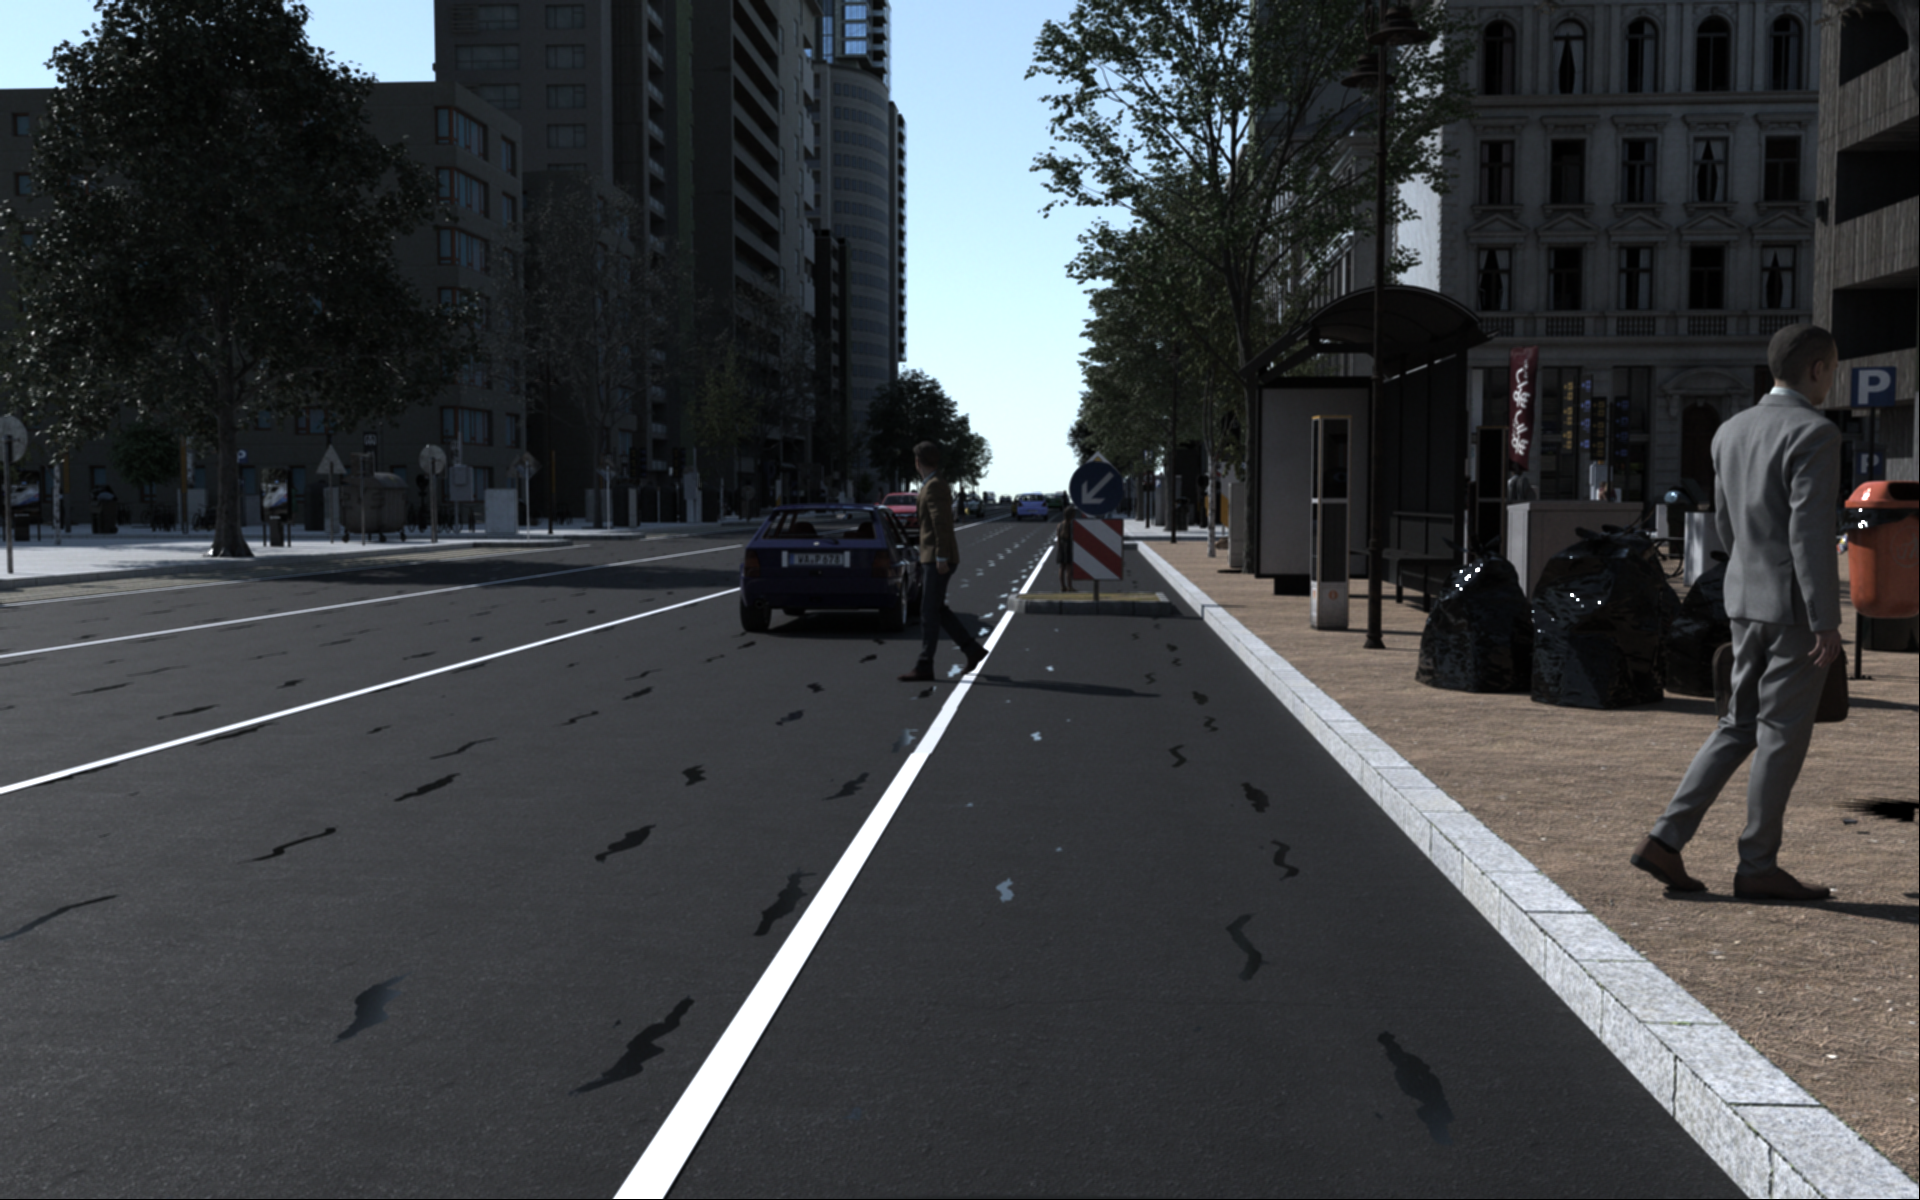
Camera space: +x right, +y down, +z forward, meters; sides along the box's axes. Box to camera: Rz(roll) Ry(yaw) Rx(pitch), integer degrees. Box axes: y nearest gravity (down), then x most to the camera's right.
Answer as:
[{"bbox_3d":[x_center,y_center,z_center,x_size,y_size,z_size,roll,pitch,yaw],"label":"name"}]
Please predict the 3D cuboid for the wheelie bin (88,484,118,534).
[{"bbox_3d":[-27.663,-2.937,55.926,0.980,1.594,0.693,2,4,24],"label":"wheelie bin"}]

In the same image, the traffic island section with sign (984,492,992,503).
[{"bbox_3d":[3.875,-15.632,264.202,1.989,1.847,2.006,0,4,4],"label":"traffic island section with sign"}]

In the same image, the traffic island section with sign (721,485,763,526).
[{"bbox_3d":[-9.588,-4.241,77.970,1.989,1.847,2.006,0,4,4],"label":"traffic island section with sign"}]

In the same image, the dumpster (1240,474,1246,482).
[{"bbox_3d":[7.982,-2.637,45.611,1.502,2.255,1.985,0,4,4],"label":"dumpster"}]

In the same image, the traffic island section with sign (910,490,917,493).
[{"bbox_3d":[-4.073,-8.902,154.183,1.989,1.847,2.006,0,4,4],"label":"traffic island section with sign"}]

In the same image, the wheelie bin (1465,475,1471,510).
[{"bbox_3d":[8.476,-1.299,29.149,0.693,1.594,0.980,2,4,33],"label":"wheelie bin"}]

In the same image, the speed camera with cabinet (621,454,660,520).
[{"bbox_3d":[-15.742,-5.598,85.865,2.038,3.252,0.660,-1,4,-21],"label":"speed camera with cabinet"}]

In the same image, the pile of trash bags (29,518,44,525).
[{"bbox_3d":[-40.511,-3.872,73.064,3.447,1.369,1.912,0,4,5],"label":"pile of trash bags"}]

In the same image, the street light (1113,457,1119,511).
[{"bbox_3d":[12.668,-10.396,142.759,0.468,5.910,1.993,0,4,4],"label":"street light"}]

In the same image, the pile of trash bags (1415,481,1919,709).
[{"bbox_3d":[4.900,-0.103,11.432,3.447,1.369,1.912,-1,4,-12],"label":"pile of trash bags"}]

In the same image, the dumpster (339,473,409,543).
[{"bbox_3d":[-15.706,-2.487,46.414,1.264,1.857,1.865,0,4,4],"label":"dumpster"}]

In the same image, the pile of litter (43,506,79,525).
[{"bbox_3d":[-37.130,-3.523,71.562,1.719,0.858,1.176,2,4,35],"label":"pile of litter"}]

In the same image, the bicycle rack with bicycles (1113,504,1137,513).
[{"bbox_3d":[11.887,-6.207,114.870,2.925,0.926,2.852,3,5,45],"label":"bicycle rack with bicycles"}]

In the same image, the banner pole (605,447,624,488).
[{"bbox_3d":[-18.552,-6.253,92.252,0.401,3.779,0.863,3,5,42],"label":"banner pole"}]

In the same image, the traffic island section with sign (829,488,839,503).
[{"bbox_3d":[-7.639,-5.889,104.915,1.989,1.847,2.006,0,4,4],"label":"traffic island section with sign"}]

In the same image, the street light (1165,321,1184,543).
[{"bbox_3d":[5.599,-4.432,45.244,0.468,5.910,1.993,0,4,4],"label":"street light"}]

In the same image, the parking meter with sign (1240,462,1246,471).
[{"bbox_3d":[15.164,-5.964,93.766,0.543,3.016,1.738,1,4,20],"label":"parking meter with sign"}]

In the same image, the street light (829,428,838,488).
[{"bbox_3d":[-8.681,-8.908,118.431,0.468,5.910,1.993,0,4,4],"label":"street light"}]

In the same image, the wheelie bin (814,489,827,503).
[{"bbox_3d":[-9.286,-6.572,115.363,0.980,1.594,0.693,2,4,26],"label":"wheelie bin"}]

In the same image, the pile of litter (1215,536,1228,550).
[{"bbox_3d":[6.429,-1.635,40.695,1.176,0.858,1.719,2,4,34],"label":"pile of litter"}]

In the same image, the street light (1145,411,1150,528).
[{"bbox_3d":[7.096,-5.661,65.353,0.468,5.910,1.993,0,4,4],"label":"street light"}]

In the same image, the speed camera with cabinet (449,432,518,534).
[{"bbox_3d":[-15.197,-3.726,55.260,2.038,3.252,0.660,-1,4,-11],"label":"speed camera with cabinet"}]

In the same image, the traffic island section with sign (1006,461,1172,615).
[{"bbox_3d":[1.585,-0.786,21.481,1.989,1.847,2.006,0,4,4],"label":"traffic island section with sign"}]

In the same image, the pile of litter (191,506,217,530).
[{"bbox_3d":[-27.100,-3.003,63.069,1.719,0.858,1.176,-1,4,-23],"label":"pile of litter"}]

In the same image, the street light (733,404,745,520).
[{"bbox_3d":[-11.006,-6.961,86.607,0.468,5.910,1.993,0,4,4],"label":"street light"}]

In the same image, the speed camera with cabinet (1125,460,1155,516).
[{"bbox_3d":[10.533,-6.431,99.486,2.038,3.252,0.660,1,4,11],"label":"speed camera with cabinet"}]

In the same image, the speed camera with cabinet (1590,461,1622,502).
[{"bbox_3d":[19.976,-3.622,53.556,0.660,3.252,2.038,1,4,10],"label":"speed camera with cabinet"}]

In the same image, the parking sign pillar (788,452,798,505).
[{"bbox_3d":[-10.706,-7.513,111.309,1.447,3.967,1.447,-1,4,-13],"label":"parking sign pillar"}]

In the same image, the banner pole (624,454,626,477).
[{"bbox_3d":[-18.497,-6.503,96.335,0.401,3.779,0.863,3,5,43],"label":"banner pole"}]

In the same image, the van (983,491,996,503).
[{"bbox_3d":[4.699,-16.227,272.329,2.013,2.044,4.112,0,4,4],"label":"van"}]

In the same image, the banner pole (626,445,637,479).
[{"bbox_3d":[-16.374,-5.953,87.349,0.401,3.779,0.863,-2,4,-26],"label":"banner pole"}]

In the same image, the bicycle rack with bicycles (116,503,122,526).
[{"bbox_3d":[-33.947,-3.539,71.242,2.852,0.926,2.925,0,4,-3],"label":"bicycle rack with bicycles"}]

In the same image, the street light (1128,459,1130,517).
[{"bbox_3d":[9.427,-7.563,96.444,0.468,5.910,1.993,0,4,4],"label":"street light"}]

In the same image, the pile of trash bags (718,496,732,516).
[{"bbox_3d":[-14.531,-5.584,101.052,1.912,1.369,3.447,1,4,8],"label":"pile of trash bags"}]

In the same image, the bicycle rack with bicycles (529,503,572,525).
[{"bbox_3d":[-17.302,-3.633,72.788,2.852,0.926,2.925,1,4,9],"label":"bicycle rack with bicycles"}]

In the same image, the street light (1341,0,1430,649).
[{"bbox_3d":[3.448,-2.535,14.234,0.468,5.910,1.993,0,4,4],"label":"street light"}]

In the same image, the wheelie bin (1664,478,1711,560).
[{"bbox_3d":[14.268,-1.599,34.045,0.693,1.594,0.980,3,5,45],"label":"wheelie bin"}]

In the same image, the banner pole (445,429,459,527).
[{"bbox_3d":[-19.620,-4.706,66.958,0.401,3.779,0.863,2,4,34],"label":"banner pole"}]

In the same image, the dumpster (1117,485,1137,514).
[{"bbox_3d":[10.638,-6.403,110.446,1.264,1.857,1.865,0,4,4],"label":"dumpster"}]

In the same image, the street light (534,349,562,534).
[{"bbox_3d":[-13.146,-5.055,55.431,0.468,5.910,1.993,0,4,4],"label":"street light"}]

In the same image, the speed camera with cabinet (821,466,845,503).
[{"bbox_3d":[-9.130,-7.806,121.959,2.038,3.252,0.660,-2,4,-31],"label":"speed camera with cabinet"}]

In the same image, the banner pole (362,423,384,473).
[{"bbox_3d":[-20.560,-4.339,60.961,0.863,3.779,0.401,-2,4,-27],"label":"banner pole"}]

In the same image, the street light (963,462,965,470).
[{"bbox_3d":[0.574,-16.694,245.726,0.468,5.910,1.993,0,4,4],"label":"street light"}]

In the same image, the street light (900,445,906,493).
[{"bbox_3d":[-5.328,-11.686,163.858,0.468,5.910,1.993,0,4,4],"label":"street light"}]

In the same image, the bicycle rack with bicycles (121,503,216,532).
[{"bbox_3d":[-26.831,-2.835,59.729,2.852,0.926,2.925,-1,4,-8],"label":"bicycle rack with bicycles"}]

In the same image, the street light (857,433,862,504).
[{"bbox_3d":[-7.721,-9.725,131.797,0.468,5.910,1.993,0,4,4],"label":"street light"}]

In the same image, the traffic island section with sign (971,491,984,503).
[{"bbox_3d":[1.893,-13.949,236.686,1.989,1.847,2.006,0,4,4],"label":"traffic island section with sign"}]

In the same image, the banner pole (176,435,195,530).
[{"bbox_3d":[-27.547,-4.381,61.653,0.863,3.779,0.401,1,4,20],"label":"banner pole"}]

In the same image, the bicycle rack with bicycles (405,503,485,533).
[{"bbox_3d":[-16.898,-2.705,57.613,2.852,0.926,2.925,-2,4,-30],"label":"bicycle rack with bicycles"}]

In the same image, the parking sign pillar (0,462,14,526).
[{"bbox_3d":[-38.127,-4.943,69.296,1.447,3.967,1.447,1,4,17],"label":"parking sign pillar"}]

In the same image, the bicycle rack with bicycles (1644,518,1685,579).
[{"bbox_3d":[10.079,-0.796,26.392,2.852,0.926,2.925,-2,4,-30],"label":"bicycle rack with bicycles"}]

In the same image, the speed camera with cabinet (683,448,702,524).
[{"bbox_3d":[-11.640,-4.957,75.379,0.660,3.252,2.038,0,4,-2],"label":"speed camera with cabinet"}]

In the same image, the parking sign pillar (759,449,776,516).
[{"bbox_3d":[-11.477,-7.040,103.578,1.447,3.967,1.447,1,4,19],"label":"parking sign pillar"}]
